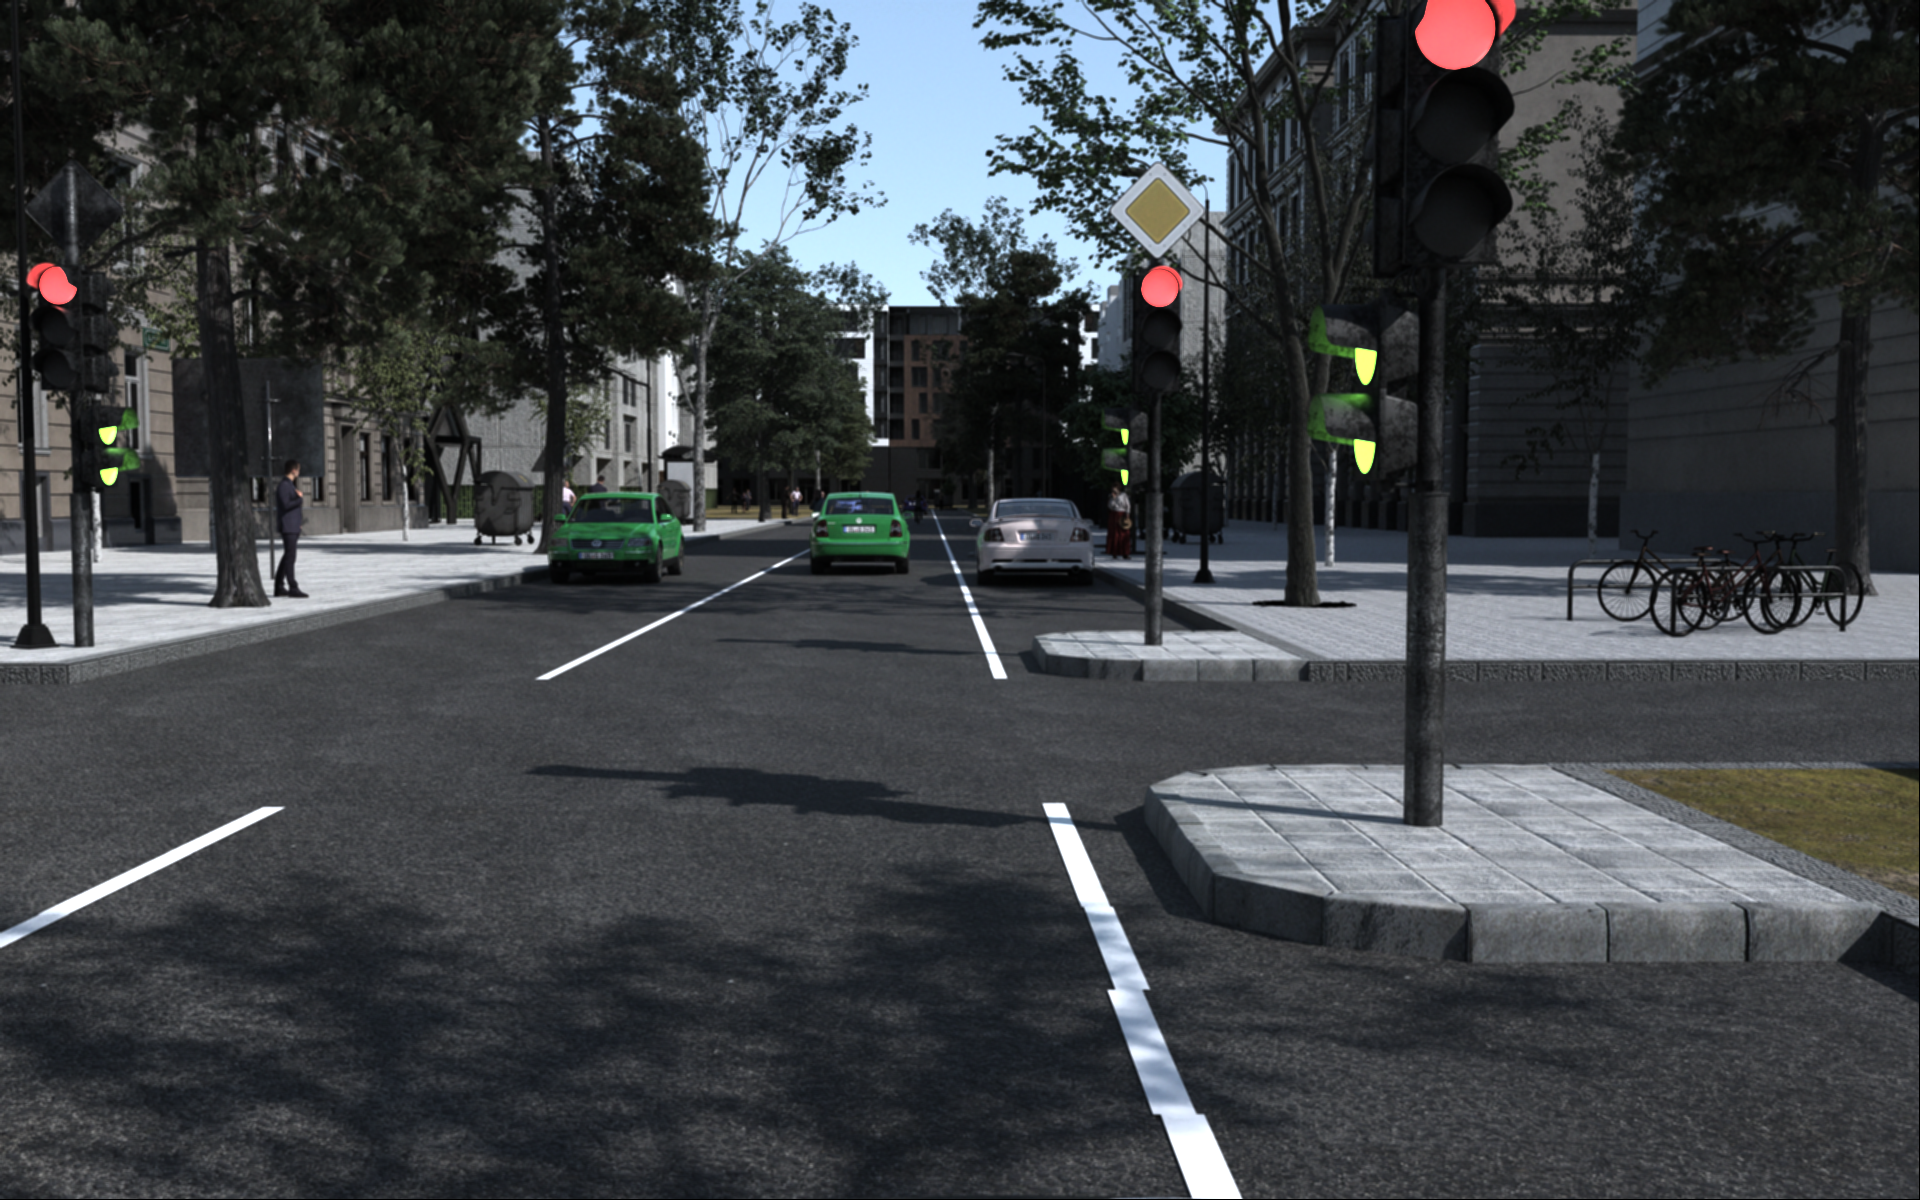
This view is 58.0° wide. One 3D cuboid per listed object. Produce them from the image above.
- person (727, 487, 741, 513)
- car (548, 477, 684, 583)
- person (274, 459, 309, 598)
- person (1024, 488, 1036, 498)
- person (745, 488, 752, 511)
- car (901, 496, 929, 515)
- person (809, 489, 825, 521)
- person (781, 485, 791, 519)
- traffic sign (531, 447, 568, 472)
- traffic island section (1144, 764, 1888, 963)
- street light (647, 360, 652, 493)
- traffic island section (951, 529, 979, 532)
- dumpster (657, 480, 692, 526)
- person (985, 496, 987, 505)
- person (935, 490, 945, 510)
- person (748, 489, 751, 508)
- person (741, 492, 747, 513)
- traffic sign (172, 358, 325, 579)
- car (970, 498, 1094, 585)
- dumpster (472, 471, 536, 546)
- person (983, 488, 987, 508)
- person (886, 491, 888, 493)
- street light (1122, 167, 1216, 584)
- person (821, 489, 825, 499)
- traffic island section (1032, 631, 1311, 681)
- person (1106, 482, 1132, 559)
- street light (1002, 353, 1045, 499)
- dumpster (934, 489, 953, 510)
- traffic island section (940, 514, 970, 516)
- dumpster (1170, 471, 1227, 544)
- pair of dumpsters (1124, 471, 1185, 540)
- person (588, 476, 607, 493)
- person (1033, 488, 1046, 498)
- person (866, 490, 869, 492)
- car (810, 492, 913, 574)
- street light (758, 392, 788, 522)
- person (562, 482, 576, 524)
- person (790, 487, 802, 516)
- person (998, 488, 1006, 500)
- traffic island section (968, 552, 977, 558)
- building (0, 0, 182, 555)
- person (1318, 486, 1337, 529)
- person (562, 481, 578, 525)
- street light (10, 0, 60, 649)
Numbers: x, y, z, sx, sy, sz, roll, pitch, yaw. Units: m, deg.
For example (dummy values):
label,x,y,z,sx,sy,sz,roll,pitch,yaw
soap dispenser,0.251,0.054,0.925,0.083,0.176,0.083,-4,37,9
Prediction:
label,x,y,z,sx,sy,sz,roll,pitch,yaw
person,-15.270,-6.769,117.430,1.217,1.735,0.721,-2,4,-34
car,-5.763,-1.255,29.309,1.959,1.807,4.718,0,4,-2
person,-8.325,-0.890,21.522,0.530,1.710,0.541,0,4,-3
person,5.521,-7.957,136.863,1.217,1.735,0.721,3,4,36
person,-16.537,-7.836,134.884,0.721,1.735,1.217,-2,4,-31
car,-3.070,-6.498,118.816,1.945,1.354,3.894,0,4,-1
person,-3.610,-2.052,44.269,0.429,1.552,0.499,-1,4,-18
person,-8.950,-5.041,89.152,0.565,1.739,0.600,2,4,26
traffic sign,-9.898,-2.554,41.760,0.884,2.594,0.081,0,4,1
traffic island section,1.824,0.950,6.742,2.009,0.180,2.903,0,4,-1
street light,-7.844,-4.537,46.726,1.470,5.913,1.316,0,4,-1
traffic island section,0.643,-2.664,66.421,1.991,0.108,1.994,0,4,-1
dumpster,-11.730,-3.987,70.950,1.264,1.857,1.865,0,4,-1
person,2.547,-8.758,152.468,0.697,1.427,0.421,3,5,43
person,-1.630,-8.571,148.647,0.705,1.823,1.348,-3,4,-38
person,-19.248,-9.223,157.764,0.530,1.710,0.541,2,4,35
person,-14.375,-6.485,115.301,0.421,1.427,0.697,-1,4,-10
traffic sign,-10.646,-1.960,25.926,2.265,3.308,0.079,0,4,1
car,1.205,-1.000,28.705,2.083,1.381,4.827,0,4,1
dumpster,-11.524,-2.324,43.749,1.264,1.857,1.865,0,4,-1
person,2.478,-9.627,163.412,0.705,1.831,1.348,-1,4,-16
person,-6.594,-9.069,157.492,1.217,1.736,0.721,1,4,17
street light,2.982,-3.197,24.816,1.470,5.913,1.316,0,4,-1
person,-12.694,-9.289,158.623,0.721,1.736,1.217,2,4,25
traffic island section,1.666,0.462,14.726,2.009,0.180,2.903,0,4,-1
person,3.143,-1.572,34.217,0.523,1.526,0.387,1,4,13
street light,2.225,-5.180,57.228,1.470,5.913,1.316,0,4,-1
dumpster,-1.509,-9.254,159.521,1.865,1.857,1.264,0,4,-2
traffic island section,-0.350,-5.730,116.554,1.991,0.108,1.994,0,4,-1
dumpster,6.184,-2.395,44.914,1.264,1.857,1.865,0,4,-1
pair of dumpsters,5.477,-2.922,50.265,1.574,2.255,4.436,0,4,-1
person,-9.555,-2.394,45.628,0.683,1.767,0.568,0,4,4
person,7.095,-9.079,154.462,1.348,1.826,0.705,2,4,30
person,-6.653,-7.087,125.297,0.530,1.710,0.541,0,4,-4
car,-1.845,-1.447,32.447,1.959,1.807,4.718,0,4,-2
street light,-8.537,-6.520,79.139,1.470,5.913,1.316,0,4,-1
person,-13.801,-3.274,60.516,0.756,1.711,0.436,-1,4,-9
person,-9.539,-5.756,101.096,0.756,1.711,0.436,-1,4,-22
person,3.045,-7.267,125.384,0.617,1.759,0.750,0,4,-5
traffic island section,1.179,-1.016,39.483,1.991,0.108,1.994,0,4,-1
building,-26.271,-15.197,34.375,13.634,28.700,20.117,0,4,-1
person,13.610,-3.507,64.187,0.742,1.727,0.445,1,4,19
person,-14.507,-3.518,64.110,0.990,1.755,0.434,-3,5,-42
street light,-7.194,-2.555,14.312,1.470,5.913,1.316,0,4,-1
